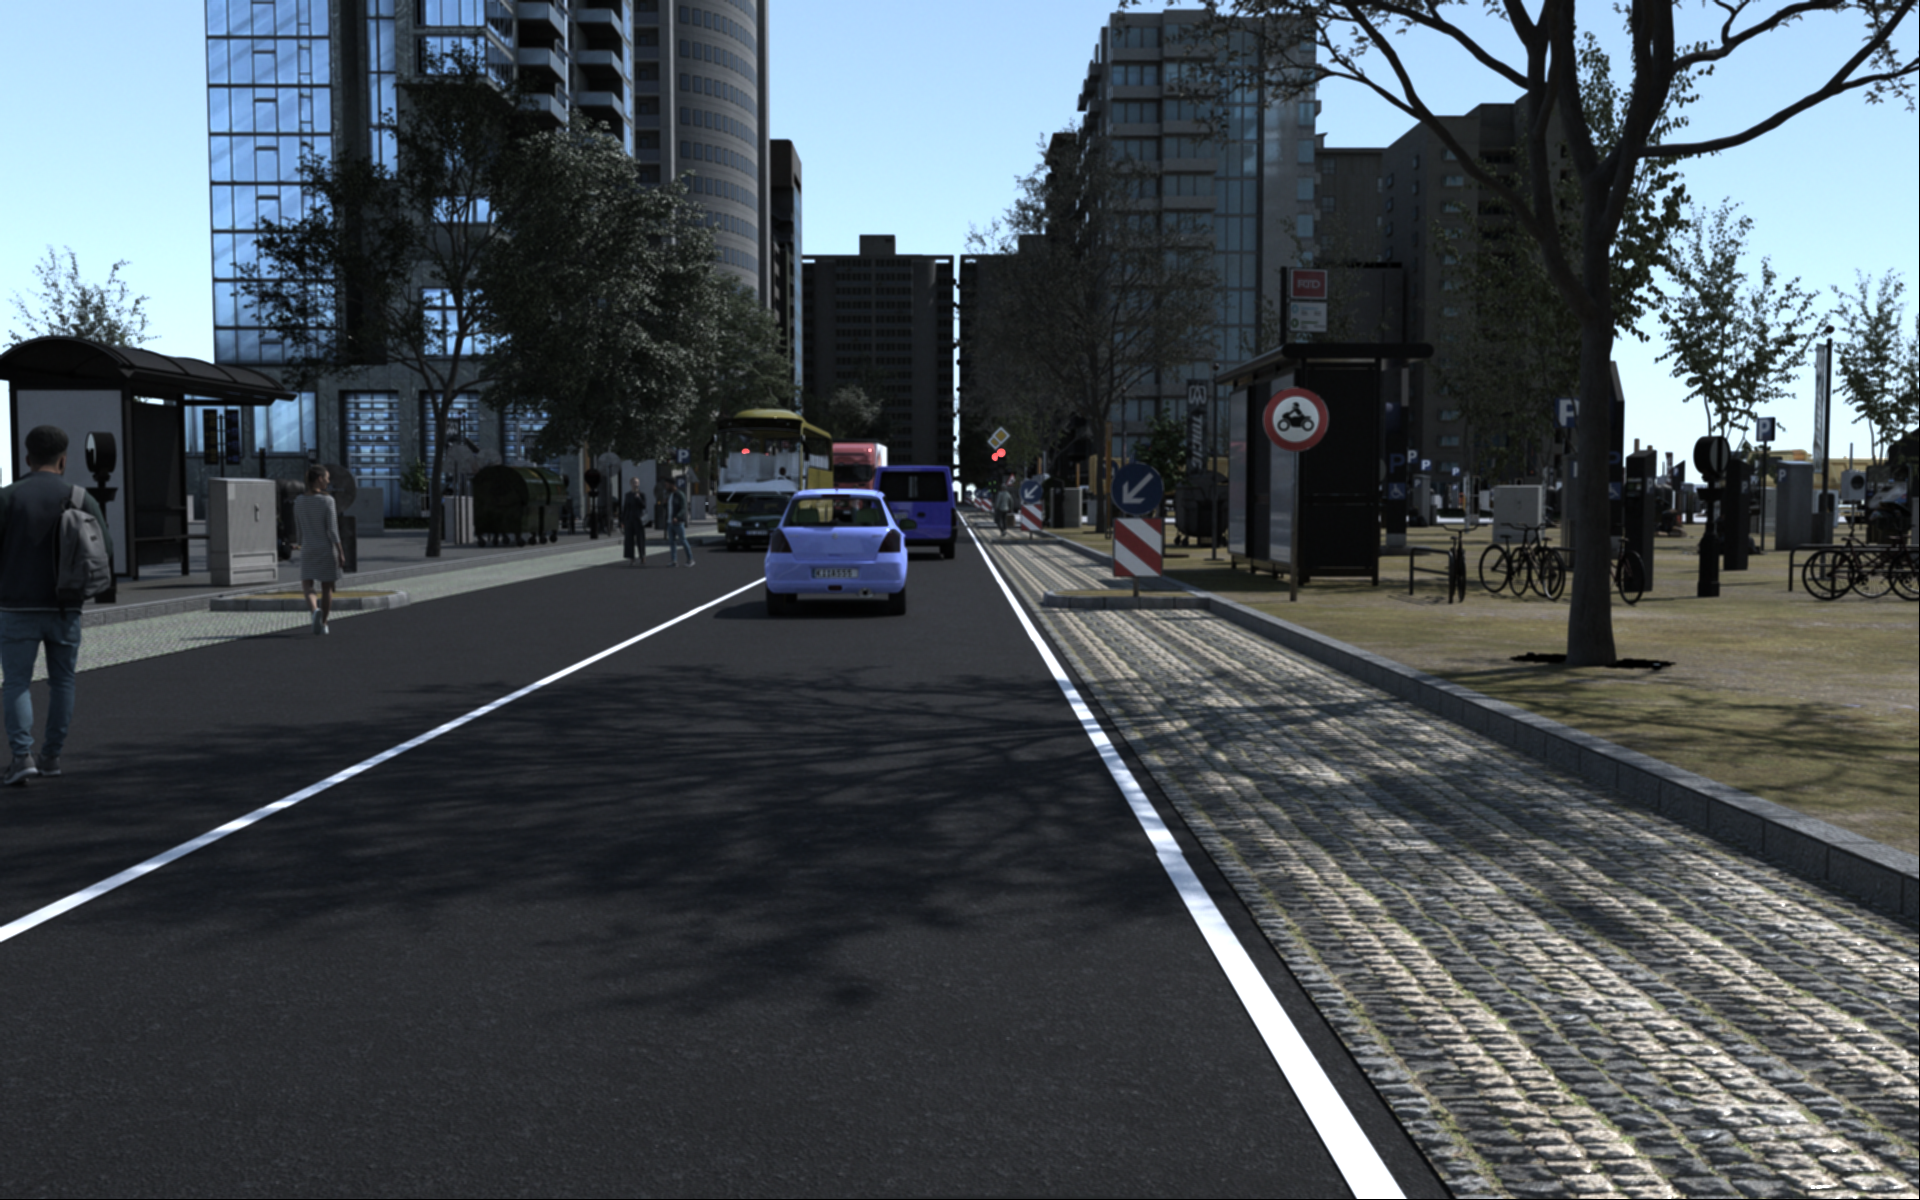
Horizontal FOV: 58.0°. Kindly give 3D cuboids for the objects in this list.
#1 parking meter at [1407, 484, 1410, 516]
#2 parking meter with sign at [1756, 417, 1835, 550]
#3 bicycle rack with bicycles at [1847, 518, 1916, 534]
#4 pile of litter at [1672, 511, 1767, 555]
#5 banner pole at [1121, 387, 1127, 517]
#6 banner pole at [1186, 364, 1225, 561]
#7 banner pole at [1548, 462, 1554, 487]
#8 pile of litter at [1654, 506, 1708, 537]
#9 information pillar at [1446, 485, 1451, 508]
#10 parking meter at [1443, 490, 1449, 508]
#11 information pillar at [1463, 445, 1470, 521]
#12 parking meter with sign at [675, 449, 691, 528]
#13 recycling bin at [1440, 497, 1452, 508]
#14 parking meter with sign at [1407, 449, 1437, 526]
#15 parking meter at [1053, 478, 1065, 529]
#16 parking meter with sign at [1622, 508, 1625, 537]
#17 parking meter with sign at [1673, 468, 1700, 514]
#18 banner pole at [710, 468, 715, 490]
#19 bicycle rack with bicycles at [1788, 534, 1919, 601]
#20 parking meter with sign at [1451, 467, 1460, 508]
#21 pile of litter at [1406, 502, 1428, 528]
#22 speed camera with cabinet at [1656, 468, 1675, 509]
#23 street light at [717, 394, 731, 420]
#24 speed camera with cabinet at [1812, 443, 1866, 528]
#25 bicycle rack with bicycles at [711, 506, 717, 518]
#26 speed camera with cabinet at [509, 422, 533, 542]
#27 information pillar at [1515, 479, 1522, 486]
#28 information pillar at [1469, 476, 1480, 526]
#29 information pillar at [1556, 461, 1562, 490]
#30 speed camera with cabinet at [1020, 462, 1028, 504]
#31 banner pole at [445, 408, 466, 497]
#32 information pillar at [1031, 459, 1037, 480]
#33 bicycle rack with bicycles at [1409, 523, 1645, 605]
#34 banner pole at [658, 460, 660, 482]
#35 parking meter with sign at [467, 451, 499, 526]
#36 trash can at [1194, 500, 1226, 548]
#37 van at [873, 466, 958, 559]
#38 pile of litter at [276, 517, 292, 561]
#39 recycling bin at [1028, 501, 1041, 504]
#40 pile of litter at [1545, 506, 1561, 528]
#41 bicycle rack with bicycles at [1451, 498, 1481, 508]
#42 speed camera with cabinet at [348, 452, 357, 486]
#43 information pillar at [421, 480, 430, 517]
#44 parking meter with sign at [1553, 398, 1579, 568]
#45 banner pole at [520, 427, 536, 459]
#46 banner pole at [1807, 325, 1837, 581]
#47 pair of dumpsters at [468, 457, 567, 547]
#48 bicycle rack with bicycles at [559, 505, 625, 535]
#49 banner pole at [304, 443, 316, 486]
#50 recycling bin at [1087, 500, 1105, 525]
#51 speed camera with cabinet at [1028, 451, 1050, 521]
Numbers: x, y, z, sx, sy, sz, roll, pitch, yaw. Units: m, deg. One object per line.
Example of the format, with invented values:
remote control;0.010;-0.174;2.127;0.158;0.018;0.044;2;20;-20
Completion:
parking meter;28.523;-6.416;110.609;0.399;1.863;0.255;-1;4;-15
parking meter with sign;19.092;-2.647;39.545;1.738;3.016;0.543;-1;4;-12
bicycle rack with bicycles;33.413;-2.952;61.654;2.852;0.926;2.925;3;5;39
pile of litter;16.262;-1.405;36.935;1.719;0.858;1.176;2;4;31
banner pole;3.839;-3.088;40.503;0.401;3.779;0.863;0;4;-1
banner pole;4.698;-2.647;33.296;0.863;3.779;0.401;-1;4;-20
banner pole;46.461;-8.949;136.336;0.401;3.779;0.863;-1;4;-15
pile of litter;21.011;-2.286;51.342;1.176;0.858;1.719;-3;5;-40
information pillar;39.698;-8.333;140.739;0.304;2.012;0.304;-3;5;-42
parking meter;32.842;-6.643;117.016;0.372;1.533;0.369;0;3;0
information pillar;24.365;-5.621;83.265;0.183;3.616;0.504;-1;4;-9
parking meter with sign;-10.650;-4.279;66.222;0.543;3.016;1.738;0;4;-3
recycling bin;42.252;-8.438;150.523;0.722;1.027;0.722;-3;4;-36
parking meter with sign;18.255;-4.411;68.374;0.543;3.016;1.738;3;5;43
parking meter;3.701;-3.598;64.544;0.399;1.863;0.255;1;4;19
parking meter with sign;19.053;-3.414;52.081;1.738;3.016;0.543;1;4;15
parking meter with sign;47.938;-7.210;114.151;1.738;3.016;0.543;-1;4;-12
banner pole;-19.238;-8.905;135.610;0.863;3.779;0.401;1;4;18
bicycle rack with bicycles;11.802;-0.506;21.653;2.925;0.926;2.852;1;4;11
parking meter with sign;32.114;-7.102;112.378;0.543;3.016;1.738;1;4;19
pile of litter;17.302;-3.230;66.780;1.719;0.858;1.176;0;4;-6
speed camera with cabinet;35.088;-5.614;86.118;0.660;3.252;2.038;2;4;32
street light;-10.851;-6.541;79.739;0.468;5.910;1.993;0;4;0
speed camera with cabinet;33.568;-4.403;66.332;2.038;3.252;0.660;0;4;-6
bicycle rack with bicycles;-11.782;-4.801;91.877;2.925;0.926;2.852;0;4;0
speed camera with cabinet;-11.841;-3.219;46.965;0.660;3.252;2.038;-1;4;-9
information pillar;26.428;-4.741;82.007;0.304;2.012;0.304;1;4;9
information pillar;21.006;-4.051;70.724;0.304;2.012;0.304;-1;4;-10
information pillar;40.676;-7.709;117.388;0.504;3.616;0.183;2;4;34
speed camera with cabinet;4.656;-6.717;104.155;2.038;3.252;0.660;1;4;16
banner pole;-14.567;-3.683;50.229;0.863;3.779;0.401;-3;5;-43
information pillar;4.741;-7.323;111.093;0.183;3.616;0.504;-3;5;-44
bicycle rack with bicycles;6.749;-0.482;21.256;2.852;0.926;2.925;0;4;1
banner pole;-14.621;-5.638;82.199;0.863;3.779;0.401;-1;4;-21
parking meter with sign;-19.602;-4.518;70.134;1.738;3.016;0.543;-2;4;-31
trash can;5.969;-1.816;41.353;0.748;1.137;0.748;0;3;0
van;-1.104;-2.175;39.945;2.240;2.365;5.245;0;4;-2
pile of litter;-13.521;-1.189;33.401;1.176;0.858;1.719;0;4;7
recycling bin;3.757;-4.492;86.001;0.722;1.027;0.722;0;4;-4
pile of litter;22.526;-3.158;65.595;1.176;0.858;1.719;3;4;36
bicycle rack with bicycles;42.625;-8.238;148.070;2.852;0.926;2.925;3;4;38
speed camera with cabinet;-29.186;-5.284;80.735;2.038;3.252;0.660;-1;4;-16
information pillar;-26.160;-4.909;84.752;0.304;2.012;0.304;2;4;31
parking meter with sign;10.858;-2.098;30.560;0.543;3.016;1.738;1;4;11
banner pole;-16.193;-4.566;64.669;0.863;3.779;0.401;1;4;11
banner pole;12.708;-2.173;25.549;0.401;3.779;0.863;3;5;42
pair of dumpsters;-11.117;-2.514;43.590;1.574;2.255;4.437;0;4;0
bicycle rack with bicycles;-11.719;-2.560;55.238;2.852;0.926;2.925;-2;4;-25
banner pole;-31.788;-5.789;84.670;0.401;3.779;0.863;2;4;34
recycling bin;5.702;-3.575;71.010;0.722;1.027;0.722;-3;5;-45
speed camera with cabinet;4.179;-5.275;80.575;0.660;3.252;2.038;3;5;40
